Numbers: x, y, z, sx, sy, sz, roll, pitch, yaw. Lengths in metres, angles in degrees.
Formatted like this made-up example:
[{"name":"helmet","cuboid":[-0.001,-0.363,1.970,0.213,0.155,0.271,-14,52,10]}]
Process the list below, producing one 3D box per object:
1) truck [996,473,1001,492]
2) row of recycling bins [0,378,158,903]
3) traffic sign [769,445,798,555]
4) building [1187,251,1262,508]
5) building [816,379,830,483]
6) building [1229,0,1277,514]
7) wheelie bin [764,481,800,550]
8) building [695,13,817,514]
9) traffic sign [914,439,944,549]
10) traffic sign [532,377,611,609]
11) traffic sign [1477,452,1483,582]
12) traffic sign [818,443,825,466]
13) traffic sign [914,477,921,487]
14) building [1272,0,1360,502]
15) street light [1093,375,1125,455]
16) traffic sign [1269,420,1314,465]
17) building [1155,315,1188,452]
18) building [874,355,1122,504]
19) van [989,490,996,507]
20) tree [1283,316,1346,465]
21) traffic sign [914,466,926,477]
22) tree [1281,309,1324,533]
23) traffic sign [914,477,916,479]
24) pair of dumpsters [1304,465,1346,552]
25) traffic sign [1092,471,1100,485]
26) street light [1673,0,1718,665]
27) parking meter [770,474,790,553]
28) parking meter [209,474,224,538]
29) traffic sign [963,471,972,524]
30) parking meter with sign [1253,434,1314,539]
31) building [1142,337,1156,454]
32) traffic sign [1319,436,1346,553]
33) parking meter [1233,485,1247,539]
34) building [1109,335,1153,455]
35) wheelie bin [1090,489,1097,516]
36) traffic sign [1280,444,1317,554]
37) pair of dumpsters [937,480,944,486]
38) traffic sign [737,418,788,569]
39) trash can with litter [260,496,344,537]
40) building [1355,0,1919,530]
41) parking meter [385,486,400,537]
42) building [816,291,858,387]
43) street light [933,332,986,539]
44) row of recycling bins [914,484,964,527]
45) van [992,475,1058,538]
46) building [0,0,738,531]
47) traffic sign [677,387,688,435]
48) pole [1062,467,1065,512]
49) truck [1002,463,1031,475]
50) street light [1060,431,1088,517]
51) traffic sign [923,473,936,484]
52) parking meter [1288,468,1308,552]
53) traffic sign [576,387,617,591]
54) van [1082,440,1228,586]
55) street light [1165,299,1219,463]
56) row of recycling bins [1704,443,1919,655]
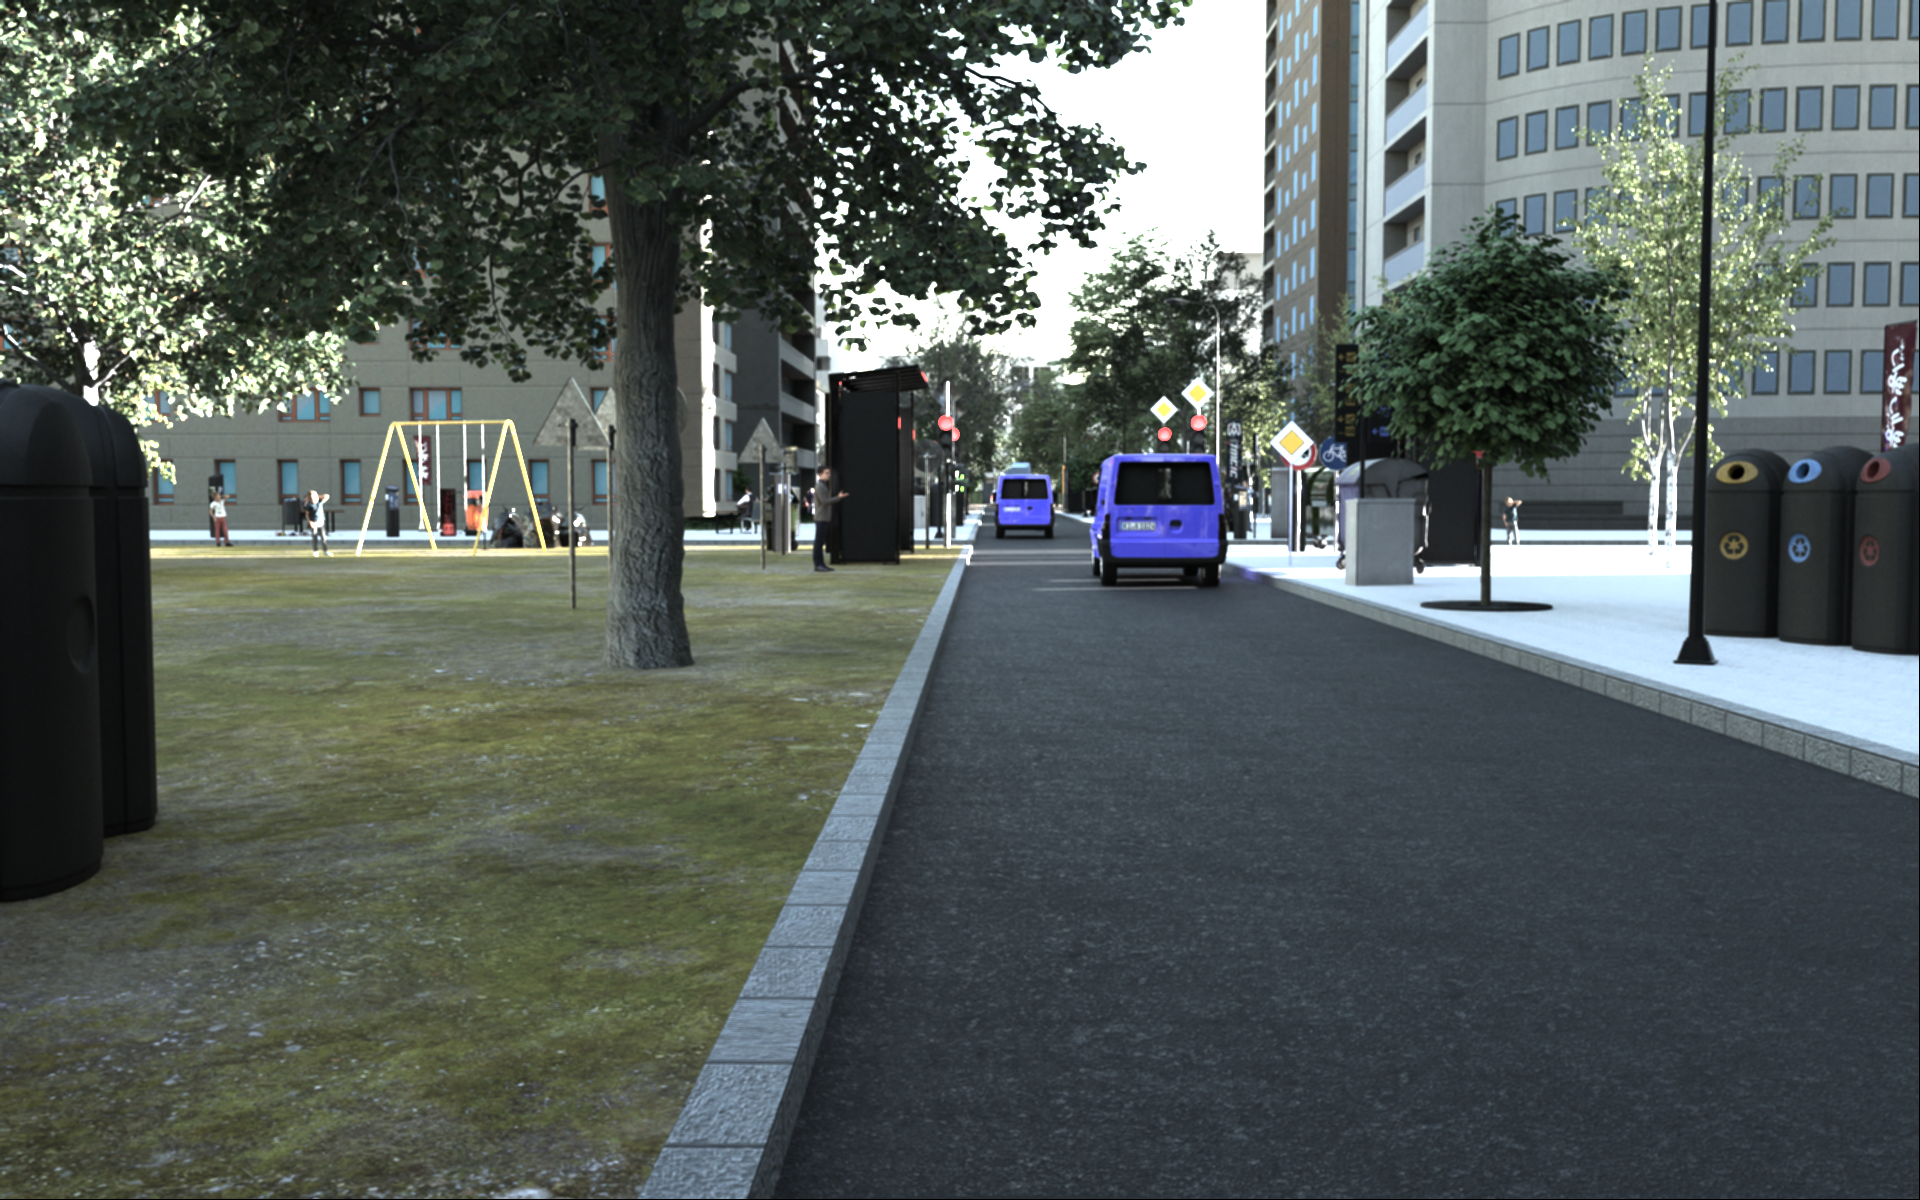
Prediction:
[{"name":"truck","cuboid":[5.132,-11.914,183.706,2.839,4.237,11.283,0,4,2]},{"name":"row of recycling bins","cuboid":[-3.326,0.115,5.236,1.069,1.692,3.534,0,4,-7]},{"name":"traffic sign","cuboid":[-3.713,-2.095,36.375,0.606,2.300,0.079,0,4,4]},{"name":"building","cuboid":[26.663,-17.392,140.786,16.016,20.091,11.380,0,4,1]},{"name":"building","cuboid":[-14.808,-12.080,139.656,9.099,9.664,28.070,0,4,1]},{"name":"building","cuboid":[29.460,-41.252,112.728,20.563,71.187,20.611,0,4,1]},{"name":"wheelie bin","cuboid":[-4.105,-1.938,39.592,0.693,1.594,0.980,-3,5,-39]},{"name":"building","cuboid":[-20.634,-29.559,106.986,21.300,48.544,21.600,0,4,1]},{"name":"traffic sign","cuboid":[-0.762,-2.466,40.429,0.768,2.556,0.104,0,4,4]},{"name":"traffic sign","cuboid":[-4.337,-1.182,19.332,0.884,2.594,0.081,0,4,4]},{"name":"traffic sign","cuboid":[7.597,-1.526,25.063,0.768,2.556,0.104,0,4,4]},{"name":"traffic sign","cuboid":[-2.994,-2.503,41.035,0.768,2.556,0.104,0,4,5]},{"name":"traffic sign","cuboid":[-2.658,-6.270,104.640,0.606,2.300,0.079,0,4,7]},{"name":"building","cuboid":[25.584,-27.278,96.099,14.600,45.320,14.200,0,4,1]},{"name":"street light","cuboid":[5.877,-5.814,67.600,1.470,5.913,1.316,0,4,1]},{"name":"traffic sign","cuboid":[5.926,-1.906,30.889,0.795,2.593,0.064,0,4,5]},{"name":"building","cuboid":[28.174,-18.088,162.193,16.747,18.905,31.486,0,4,1]},{"name":"building","cuboid":[4.945,-22.124,228.176,31.486,18.905,16.747,0,4,1]},{"name":"van","cuboid":[4.277,-11.467,194.489,2.013,2.044,4.112,0,4,1]},{"name":"tree","cuboid":[14.990,-7.380,71.033,4.360,8.622,3.978,0,3,0]},{"name":"traffic sign","cuboid":[-1.482,-3.342,54.653,0.884,2.594,0.081,1,4,9]},{"name":"tree","cuboid":[14.454,-6.875,62.765,4.737,8.622,4.395,0,3,0]},{"name":"traffic sign","cuboid":[-2.066,-4.532,73.834,0.795,2.593,0.064,0,4,4]},{"name":"pair of dumpsters","cuboid":[8.896,-2.324,40.490,1.574,2.255,4.437,0,4,1]},{"name":"traffic sign","cuboid":[7.808,-5.932,97.093,0.768,2.556,0.104,1,4,10]},{"name":"street light","cuboid":[5.048,-2.474,12.992,1.470,5.913,1.316,0,4,1]},{"name":"parking meter","cuboid":[-3.947,-1.978,38.059,0.399,1.863,0.255,-1,4,-18]},{"name":"parking meter","cuboid":[-21.769,-2.753,50.717,0.255,1.863,0.399,1,4,13]},{"name":"traffic sign","cuboid":[0.230,-4.479,75.359,0.606,2.300,0.079,0,4,4]},{"name":"parking meter with sign","cuboid":[9.320,-3.276,49.823,1.738,3.016,0.543,1,4,17]},{"name":"building","cuboid":[27.633,-20.042,184.113,16.016,20.091,11.380,0,4,1]},{"name":"traffic sign","cuboid":[8.170,-2.295,37.632,0.768,2.556,0.104,0,4,3]},{"name":"parking meter","cuboid":[7.946,-2.488,49.090,0.372,1.533,0.369,0,3,0]},{"name":"building","cuboid":[37.210,-23.750,232.285,32.646,21.610,27.936,0,4,1]},{"name":"wheelie bin","cuboid":[8.140,-5.809,102.884,0.693,1.594,0.980,3,5,40]},{"name":"traffic sign","cuboid":[7.285,-2.277,37.333,0.768,2.556,0.104,1,4,10]},{"name":"pair of dumpsters","cuboid":[-0.611,-5.776,96.927,1.574,2.255,4.437,0,4,1]},{"name":"traffic sign","cuboid":[-3.368,-1.806,29.537,0.884,2.594,0.081,0,4,5]},{"name":"trash can with litter","cuboid":[-19.990,-2.549,52.730,2.233,1.210,1.678,0,4,-3]},{"name":"building","cuboid":[31.907,-32.216,68.726,28.212,58.520,21.231,0,4,1]},{"name":"parking meter","cuboid":[-16.919,-2.644,51.633,0.372,1.533,0.369,0,3,0]},{"name":"building","cuboid":[-17.979,-18.533,159.431,16.016,20.091,11.380,0,4,1]},{"name":"street light","cuboid":[-0.053,-4.712,49.583,1.470,5.913,1.316,0,4,1]},{"name":"row of recycling bins","cuboid":[-1.629,-3.812,69.442,3.534,1.692,1.069,-1,4,-9]},{"name":"van","cuboid":[2.151,-3.254,57.594,2.240,2.365,5.245,0,4,2]},{"name":"building","cuboid":[-25.569,-14.047,74.703,27.650,21.520,28.899,0,4,1]},{"name":"traffic sign","cuboid":[-3.346,-1.148,18.874,0.768,2.556,0.104,0,4,2]},{"name":"pole","cuboid":[7.358,-7.914,123.245,0.158,3.312,0.155,0,3,0]},{"name":"truck","cuboid":[4.935,-9.357,142.742,2.967,4.110,18.799,0,4,0]},{"name":"street light","cuboid":[6.435,-7.550,95.983,1.470,5.913,1.316,0,4,1]},{"name":"traffic sign","cuboid":[-1.824,-6.319,103.417,0.768,2.556,0.104,0,4,1]},{"name":"parking meter","cuboid":[7.508,-2.005,38.497,0.399,1.863,0.255,0,4,-1]},{"name":"traffic sign","cuboid":[-4.267,-1.292,21.134,0.884,2.594,0.081,1,4,10]},{"name":"van","cuboid":[3.203,-1.494,28.804,2.240,2.365,5.245,0,4,2]},{"name":"street light","cuboid":[5.573,-4.206,41.304,1.470,5.913,1.316,0,4,1]},{"name":"row of recycling bins","cuboid":[7.617,-0.454,14.530,1.069,1.692,3.534,-1,4,-16]}]
